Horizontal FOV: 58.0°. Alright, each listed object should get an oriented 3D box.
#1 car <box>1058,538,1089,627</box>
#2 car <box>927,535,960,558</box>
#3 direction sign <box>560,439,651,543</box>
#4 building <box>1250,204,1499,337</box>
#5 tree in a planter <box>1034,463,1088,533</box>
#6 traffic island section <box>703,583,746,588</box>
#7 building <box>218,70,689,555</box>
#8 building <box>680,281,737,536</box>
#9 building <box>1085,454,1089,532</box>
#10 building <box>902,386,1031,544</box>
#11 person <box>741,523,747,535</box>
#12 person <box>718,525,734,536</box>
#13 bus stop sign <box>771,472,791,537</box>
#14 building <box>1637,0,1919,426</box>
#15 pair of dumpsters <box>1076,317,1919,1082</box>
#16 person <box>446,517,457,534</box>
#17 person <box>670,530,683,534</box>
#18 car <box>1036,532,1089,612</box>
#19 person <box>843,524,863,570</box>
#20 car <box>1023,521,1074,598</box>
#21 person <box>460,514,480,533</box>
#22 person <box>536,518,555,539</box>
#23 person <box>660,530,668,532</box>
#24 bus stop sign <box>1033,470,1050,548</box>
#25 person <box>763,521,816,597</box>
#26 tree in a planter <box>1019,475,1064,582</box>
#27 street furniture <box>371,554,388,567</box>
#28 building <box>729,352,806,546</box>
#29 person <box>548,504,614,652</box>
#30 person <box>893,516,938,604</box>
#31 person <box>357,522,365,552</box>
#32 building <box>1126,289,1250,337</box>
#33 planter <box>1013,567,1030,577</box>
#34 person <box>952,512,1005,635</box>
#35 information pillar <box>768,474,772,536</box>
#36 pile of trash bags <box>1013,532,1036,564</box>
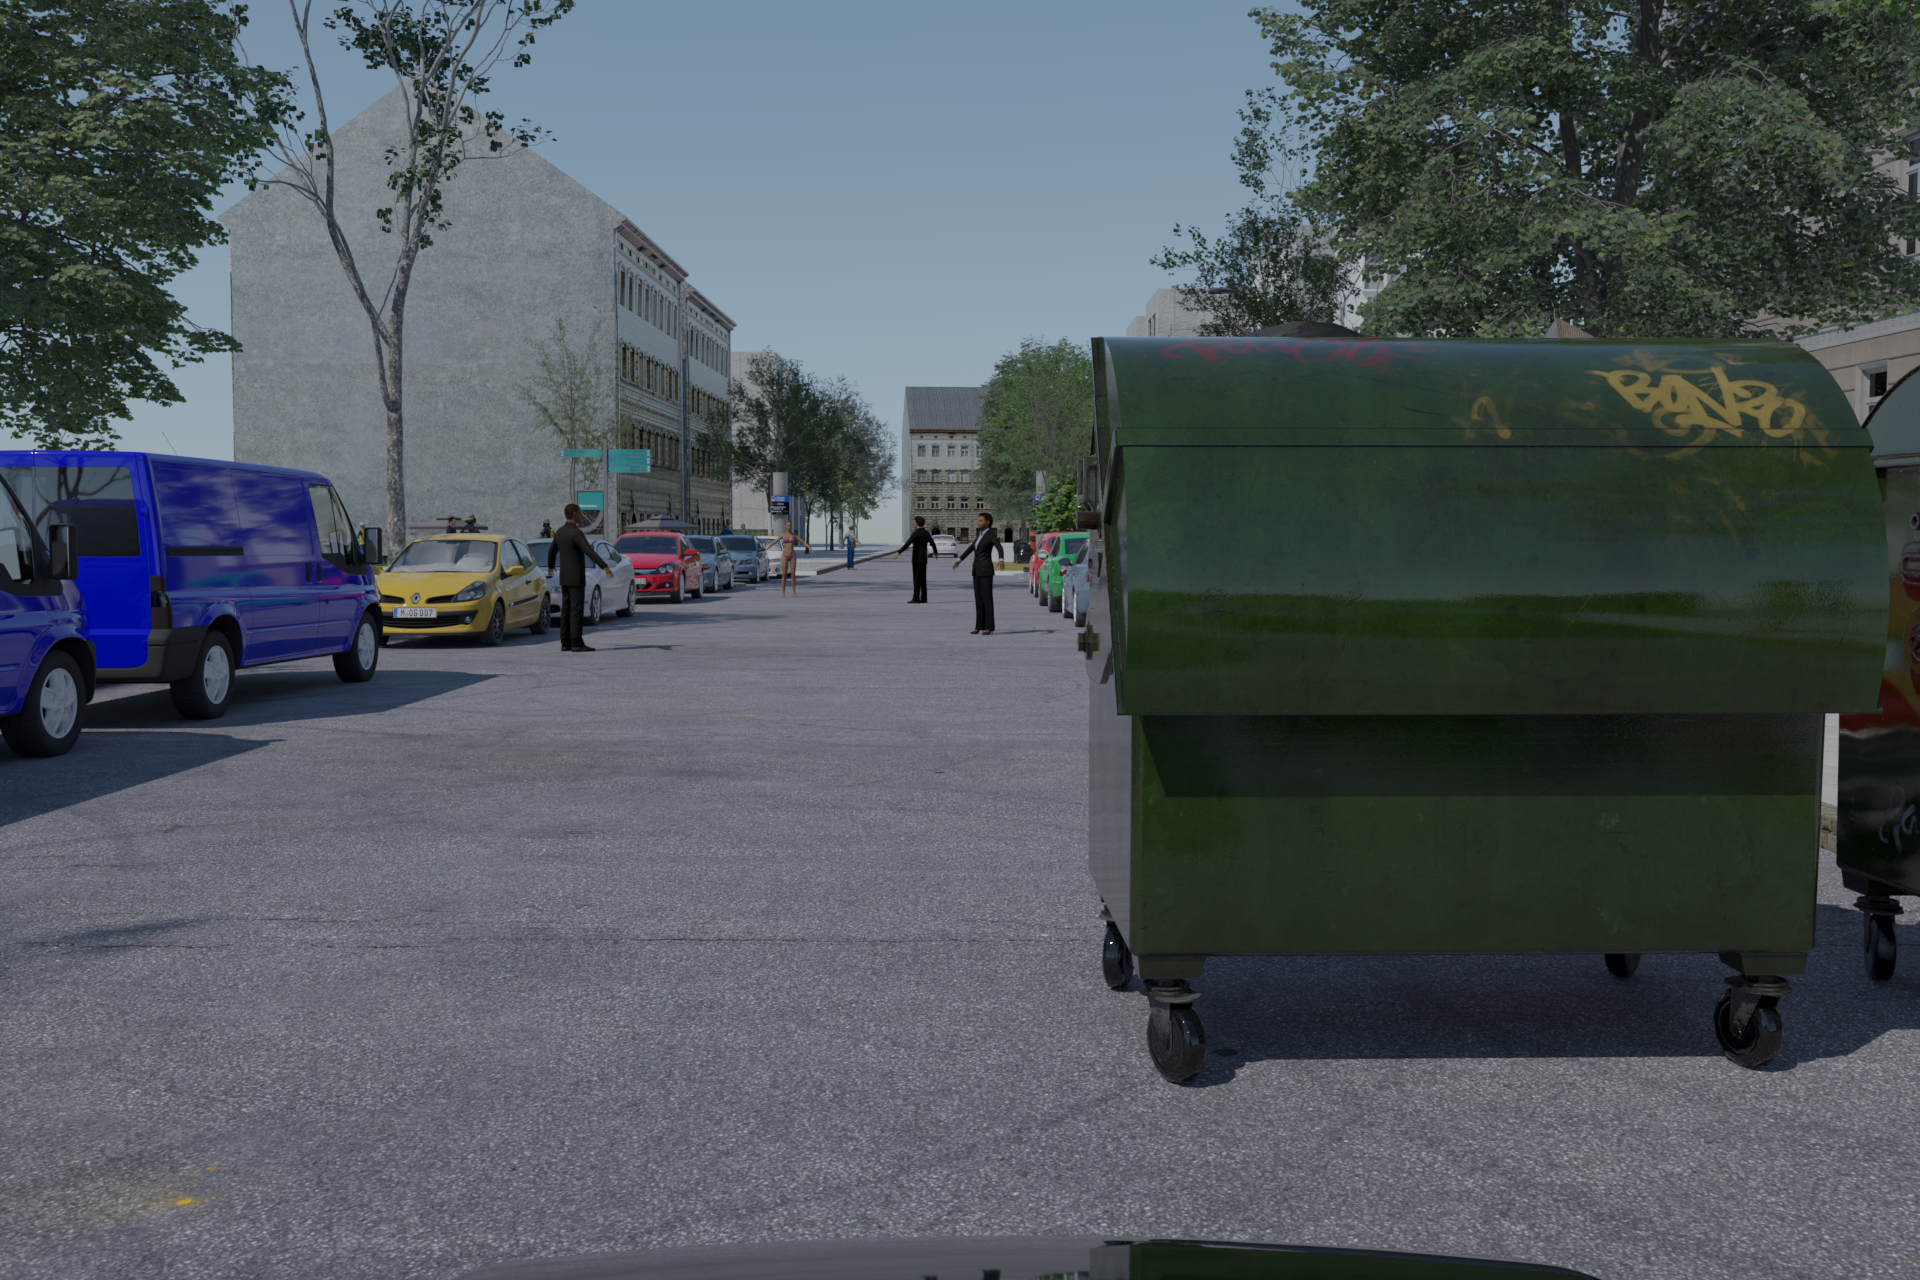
[{"bbox_3d":[2.619,-0.975,27.942,2.014,1.417,4.499,0,4,0],"label":"car"},{"bbox_3d":[-1.037,-5.711,105.741,2.083,1.381,4.827,0,4,0],"label":"car"},{"bbox_3d":[-9.944,-3.698,49.231,2.525,3.948,1.411,0,4,0],"label":"direction sign"},{"bbox_3d":[23.046,-15.271,106.093,16.016,20.090,11.380,0,4,0],"label":"building"},{"bbox_3d":[2.793,-2.849,43.811,1.991,3.239,1.994,0,4,1],"label":"tree in a planter"},{"bbox_3d":[-6.872,-1.485,47.149,1.991,0.108,1.994,0,3,0],"label":"traffic island section"},{"bbox_3d":[-25.538,-15.952,91.747,19.493,23.208,18.063,0,4,1],"label":"building"},{"bbox_3d":[-25.889,-17.429,115.901,19.493,23.208,18.063,0,4,1],"label":"building"},{"bbox_3d":[23.502,-20.209,196.866,16.747,18.905,31.486,0,4,0],"label":"building"},{"bbox_3d":[0.940,-25.893,256.743,18.063,23.208,19.493,0,4,-5],"label":"building"},{"bbox_3d":[-10.863,-4.927,86.677,0.705,1.813,1.348,-1,4,-9],"label":"person"},{"bbox_3d":[-13.200,-5.616,97.954,1.347,1.817,0.704,0,4,-5],"label":"person"},{"bbox_3d":[-7.674,-5.201,74.054,0.837,3.901,0.837,0,4,-1],"label":"bus stop sign"},{"bbox_3d":[25.389,-15.455,38.594,13.634,28.700,20.117,0,4,0],"label":"building"},{"bbox_3d":[2.551,-0.006,5.055,4.436,2.255,1.574,0,4,-1],"label":"pair of dumpsters"},{"bbox_3d":[-15.890,-2.952,54.315,0.704,1.823,1.345,0,4,4],"label":"person"},{"bbox_3d":[-13.157,-4.547,80.280,1.347,1.837,0.705,-3,5,-41],"label":"person"},{"bbox_3d":[2.473,-1.484,33.061,1.959,1.807,4.718,0,4,-1],"label":"car"},{"bbox_3d":[-4.347,-3.727,69.253,0.705,1.847,1.347,-3,4,-38],"label":"person"},{"bbox_3d":[2.558,-1.921,40.454,2.155,1.783,4.494,0,4,0],"label":"car"},{"bbox_3d":[-13.490,-2.571,47.902,1.351,1.845,0.704,2,4,34],"label":"person"},{"bbox_3d":[-14.819,-3.440,62.029,0.705,1.856,1.354,1,4,22],"label":"person"},{"bbox_3d":[-12.306,-4.069,72.493,0.705,1.833,1.349,1,4,13],"label":"person"},{"bbox_3d":[3.461,-5.067,71.864,0.837,3.901,0.837,0,4,0],"label":"bus stop sign"},{"bbox_3d":[-3.865,-1.832,39.216,1.217,1.733,0.721,-1,4,-13],"label":"person"},{"bbox_3d":[2.801,-3.395,52.734,1.991,3.239,1.994,0,4,-1],"label":"tree in a planter"},{"bbox_3d":[-20.975,-3.350,70.403,5.734,0.657,10.072,0,4,-2],"label":"street furniture"},{"bbox_3d":[-26.212,-19.413,183.862,16.747,18.905,31.486,0,3,0],"label":"building"},{"bbox_3d":[-4.698,-0.762,21.139,1.346,1.802,0.704,3,5,45],"label":"person"},{"bbox_3d":[-0.858,-1.660,35.788,0.705,1.806,1.347,3,5,40],"label":"person"},{"bbox_3d":[-24.474,-3.962,71.251,0.721,1.772,1.216,0,4,6],"label":"person"},{"bbox_3d":[22.633,-16.330,133.454,16.747,18.905,31.486,0,3,0],"label":"building"},{"bbox_3d":[2.817,-2.302,58.780,1.991,0.319,1.994,0,4,-1],"label":"planter"},{"bbox_3d":[0.277,-0.945,24.635,0.721,1.740,1.216,-2,4,-34],"label":"person"},{"bbox_3d":[-7.457,-4.682,67.907,0.183,3.616,0.504,0,3,0],"label":"information pillar"},{"bbox_3d":[3.279,-4.071,76.307,1.912,1.369,3.447,0,3,0],"label":"pile of trash bags"}]
